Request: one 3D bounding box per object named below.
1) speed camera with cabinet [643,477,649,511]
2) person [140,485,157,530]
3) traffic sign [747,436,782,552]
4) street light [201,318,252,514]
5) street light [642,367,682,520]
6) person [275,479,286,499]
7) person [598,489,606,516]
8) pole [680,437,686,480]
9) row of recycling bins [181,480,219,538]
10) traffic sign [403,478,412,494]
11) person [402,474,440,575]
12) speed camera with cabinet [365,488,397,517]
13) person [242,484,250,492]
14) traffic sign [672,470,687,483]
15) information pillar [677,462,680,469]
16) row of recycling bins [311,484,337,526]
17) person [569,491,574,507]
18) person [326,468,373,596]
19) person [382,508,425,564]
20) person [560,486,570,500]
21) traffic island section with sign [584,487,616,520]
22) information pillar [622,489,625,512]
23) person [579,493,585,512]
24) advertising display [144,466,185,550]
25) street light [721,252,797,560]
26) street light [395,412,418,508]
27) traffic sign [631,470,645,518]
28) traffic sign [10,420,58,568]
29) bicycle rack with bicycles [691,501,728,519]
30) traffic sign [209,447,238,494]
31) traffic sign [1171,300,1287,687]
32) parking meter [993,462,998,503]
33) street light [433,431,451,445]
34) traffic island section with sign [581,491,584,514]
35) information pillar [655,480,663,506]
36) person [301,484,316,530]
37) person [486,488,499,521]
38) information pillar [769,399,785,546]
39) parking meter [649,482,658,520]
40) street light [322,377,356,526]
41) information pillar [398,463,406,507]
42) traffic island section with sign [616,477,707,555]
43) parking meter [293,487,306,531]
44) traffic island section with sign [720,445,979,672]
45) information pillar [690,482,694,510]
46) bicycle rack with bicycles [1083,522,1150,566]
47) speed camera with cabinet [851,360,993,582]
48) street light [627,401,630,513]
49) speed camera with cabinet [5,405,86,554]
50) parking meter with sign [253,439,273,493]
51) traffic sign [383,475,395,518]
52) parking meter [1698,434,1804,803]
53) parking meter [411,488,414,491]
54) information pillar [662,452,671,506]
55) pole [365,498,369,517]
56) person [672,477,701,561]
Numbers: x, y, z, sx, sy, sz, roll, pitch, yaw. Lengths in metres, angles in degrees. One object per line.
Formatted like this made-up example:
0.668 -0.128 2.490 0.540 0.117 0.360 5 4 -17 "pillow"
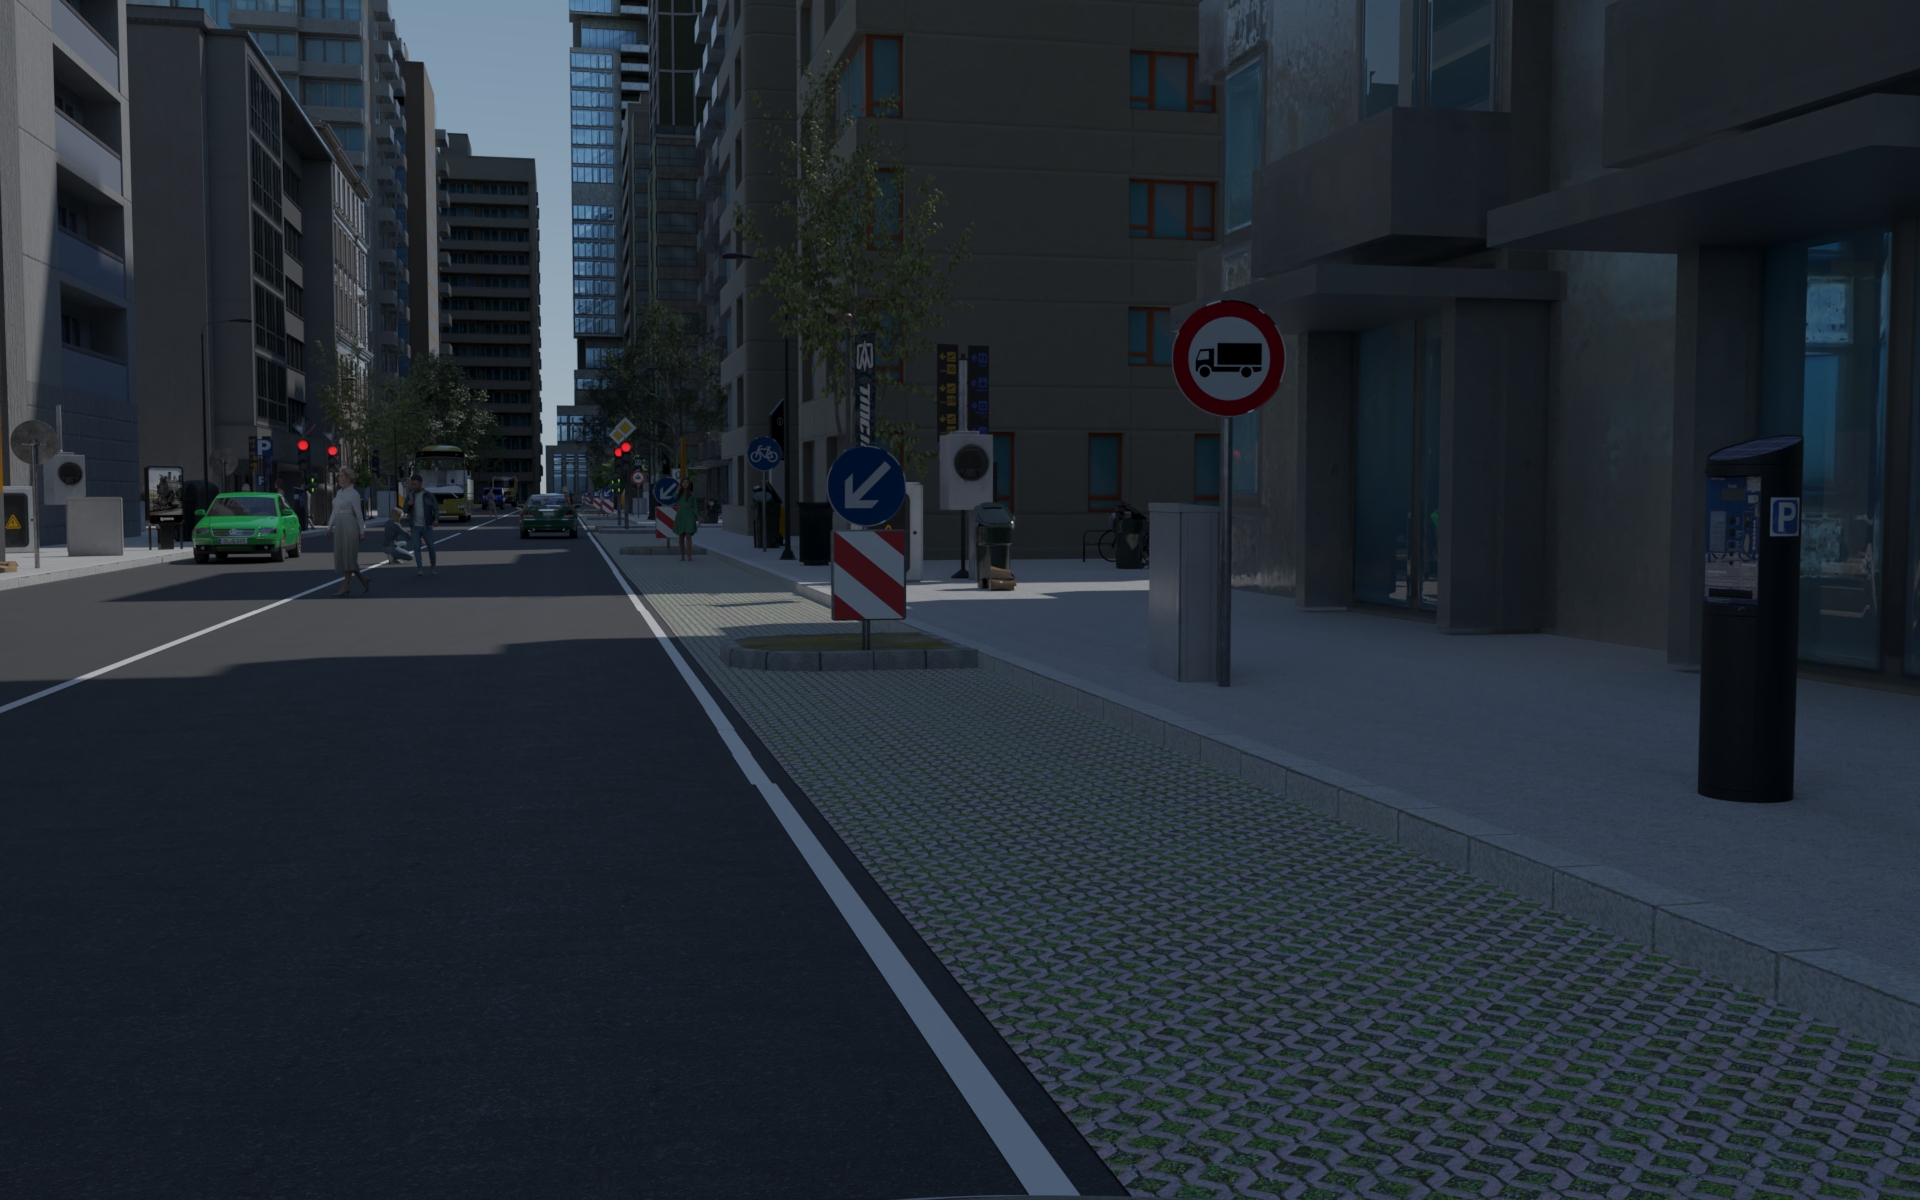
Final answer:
-24.073 -8.504 133.373 0.660 3.252 2.038 -1 4 -8 "speed camera with cabinet"
-30.162 -3.452 65.154 1.509 1.804 0.699 0 4 -7 "person"
-4.319 -2.333 38.253 0.768 2.556 0.104 0 4 -5 "traffic sign"
-19.361 -4.476 45.719 1.470 5.913 1.316 -1 4 -13 "street light"
-10.752 -5.558 63.420 1.470 5.913 1.316 -1 4 -13 "street light"
-17.904 -2.262 45.501 0.388 1.821 0.555 -2 4 -33 "person"
-23.311 -6.363 112.763 0.641 1.798 0.478 3 4 36 "person"
-9.833 -4.146 61.626 0.158 3.312 0.155 0 3 0 "pole"
-22.308 -2.656 50.546 1.069 1.692 3.534 -2 4 -30 "row of recycling bins"
-34.872 -6.559 109.373 0.606 2.300 0.079 0 4 -5 "traffic sign"
-9.537 -1.334 30.659 0.623 1.781 0.721 -1 4 -19 "person"
-32.543 -6.257 96.635 2.038 3.252 0.660 -1 4 -10 "speed camera with cabinet"
-25.672 -3.274 62.213 0.537 1.800 0.526 -1 4 -15 "person"
-11.438 -4.192 70.674 0.606 2.300 0.079 -1 4 -8 "traffic sign"
-20.590 -8.316 127.322 0.504 3.616 0.183 -3 4 -37 "information pillar"
-25.995 -3.926 71.302 1.069 1.692 3.534 -1 4 -12 "row of recycling bins"
-42.192 -10.970 188.303 0.568 1.767 0.683 2 4 27 "person"
-8.622 -0.965 24.509 0.641 1.798 0.478 -3 5 -44 "person"
-11.590 -1.330 35.741 0.738 1.151 1.012 -3 5 -41 "person"
-17.719 -4.218 77.650 0.537 1.800 0.526 1 4 12 "person"
-19.455 -5.283 95.005 1.989 1.847 2.006 -1 4 -13 "traffic island section with sign"
-23.930 -8.083 123.509 0.183 3.616 0.504 3 4 37 "information pillar"
-29.875 -7.713 137.202 0.503 1.515 0.523 2 4 32 "person"
-18.300 -2.119 39.861 0.123 1.923 0.974 2 4 26 "advertising display"
-3.896 -3.733 33.584 1.470 5.913 1.316 -1 4 -13 "street light"
-31.449 -7.691 98.292 1.470 5.913 1.316 -1 4 -13 "street light"
-17.353 -5.709 93.440 0.768 2.556 0.104 0 4 -4 "traffic sign"
-15.945 -1.820 29.855 0.768 2.556 0.104 -1 4 -9 "traffic sign"
-13.058 -4.660 89.580 2.925 0.926 2.852 2 4 35 "bicycle rack with bicycles"
-20.131 -2.890 47.362 0.768 2.556 0.104 0 4 -4 "traffic sign"
1.763 -0.695 11.467 0.768 2.556 0.104 0 4 -4 "traffic sign"
0.565 -1.592 31.743 0.255 1.863 0.399 0 4 3 "parking meter"
-38.072 -9.462 127.252 1.470 5.913 1.316 -1 4 -13 "street light"
-25.588 -6.913 121.649 1.989 1.847 2.006 -1 4 -13 "traffic island section with sign"
-15.595 -5.212 89.707 0.304 2.012 0.304 -2 4 -25 "information pillar"
-25.082 -3.526 66.246 0.767 1.812 0.694 0 4 3 "person"
-25.260 -5.183 93.576 0.599 1.781 0.374 1 4 21 "person"
-4.494 -3.132 42.571 0.183 3.616 0.504 3 4 36 "information pillar"
-15.111 -4.872 85.370 0.399 1.863 0.255 -2 4 -24 "parking meter"
-24.699 -5.895 68.919 1.470 5.913 1.316 -1 4 -13 "street light"
-38.985 -7.936 121.109 0.504 3.616 0.183 -2 4 -27 "information pillar"
-7.106 -1.998 41.292 1.989 1.847 2.006 -1 4 -13 "traffic island section with sign"
-22.784 -3.139 59.736 0.372 1.533 0.369 0 3 0 "parking meter"
-1.032 -0.382 14.876 1.989 1.847 2.006 -1 4 -13 "traffic island section with sign"
-16.299 -6.130 104.719 0.304 2.012 0.304 -3 5 -44 "information pillar"
3.746 -1.155 32.260 2.925 0.926 2.852 -2 4 -30 "bicycle rack with bicycles"
-0.569 -1.897 25.350 2.038 3.252 0.660 -1 4 -16 "speed camera with cabinet"
-16.026 -6.959 86.326 1.470 5.913 1.316 -1 4 -13 "street light"
-20.303 -2.666 37.919 0.660 3.252 2.038 3 4 37 "speed camera with cabinet"
-22.452 -3.637 55.721 0.543 3.016 1.738 -2 4 -27 "parking meter with sign"
-30.293 -5.493 91.934 0.606 2.300 0.079 -1 4 -12 "traffic sign"
3.339 0.067 7.321 0.372 1.533 0.369 0 3 0 "parking meter"
-34.787 -6.410 110.509 0.255 1.863 0.399 1 4 13 "parking meter"
-16.241 -6.391 95.840 0.504 3.616 0.183 1 4 17 "information pillar"
-33.749 -6.400 98.490 0.158 3.312 0.155 0 3 0 "pole"
-5.833 -1.720 36.873 0.600 1.795 0.529 -1 4 -16 "person"
